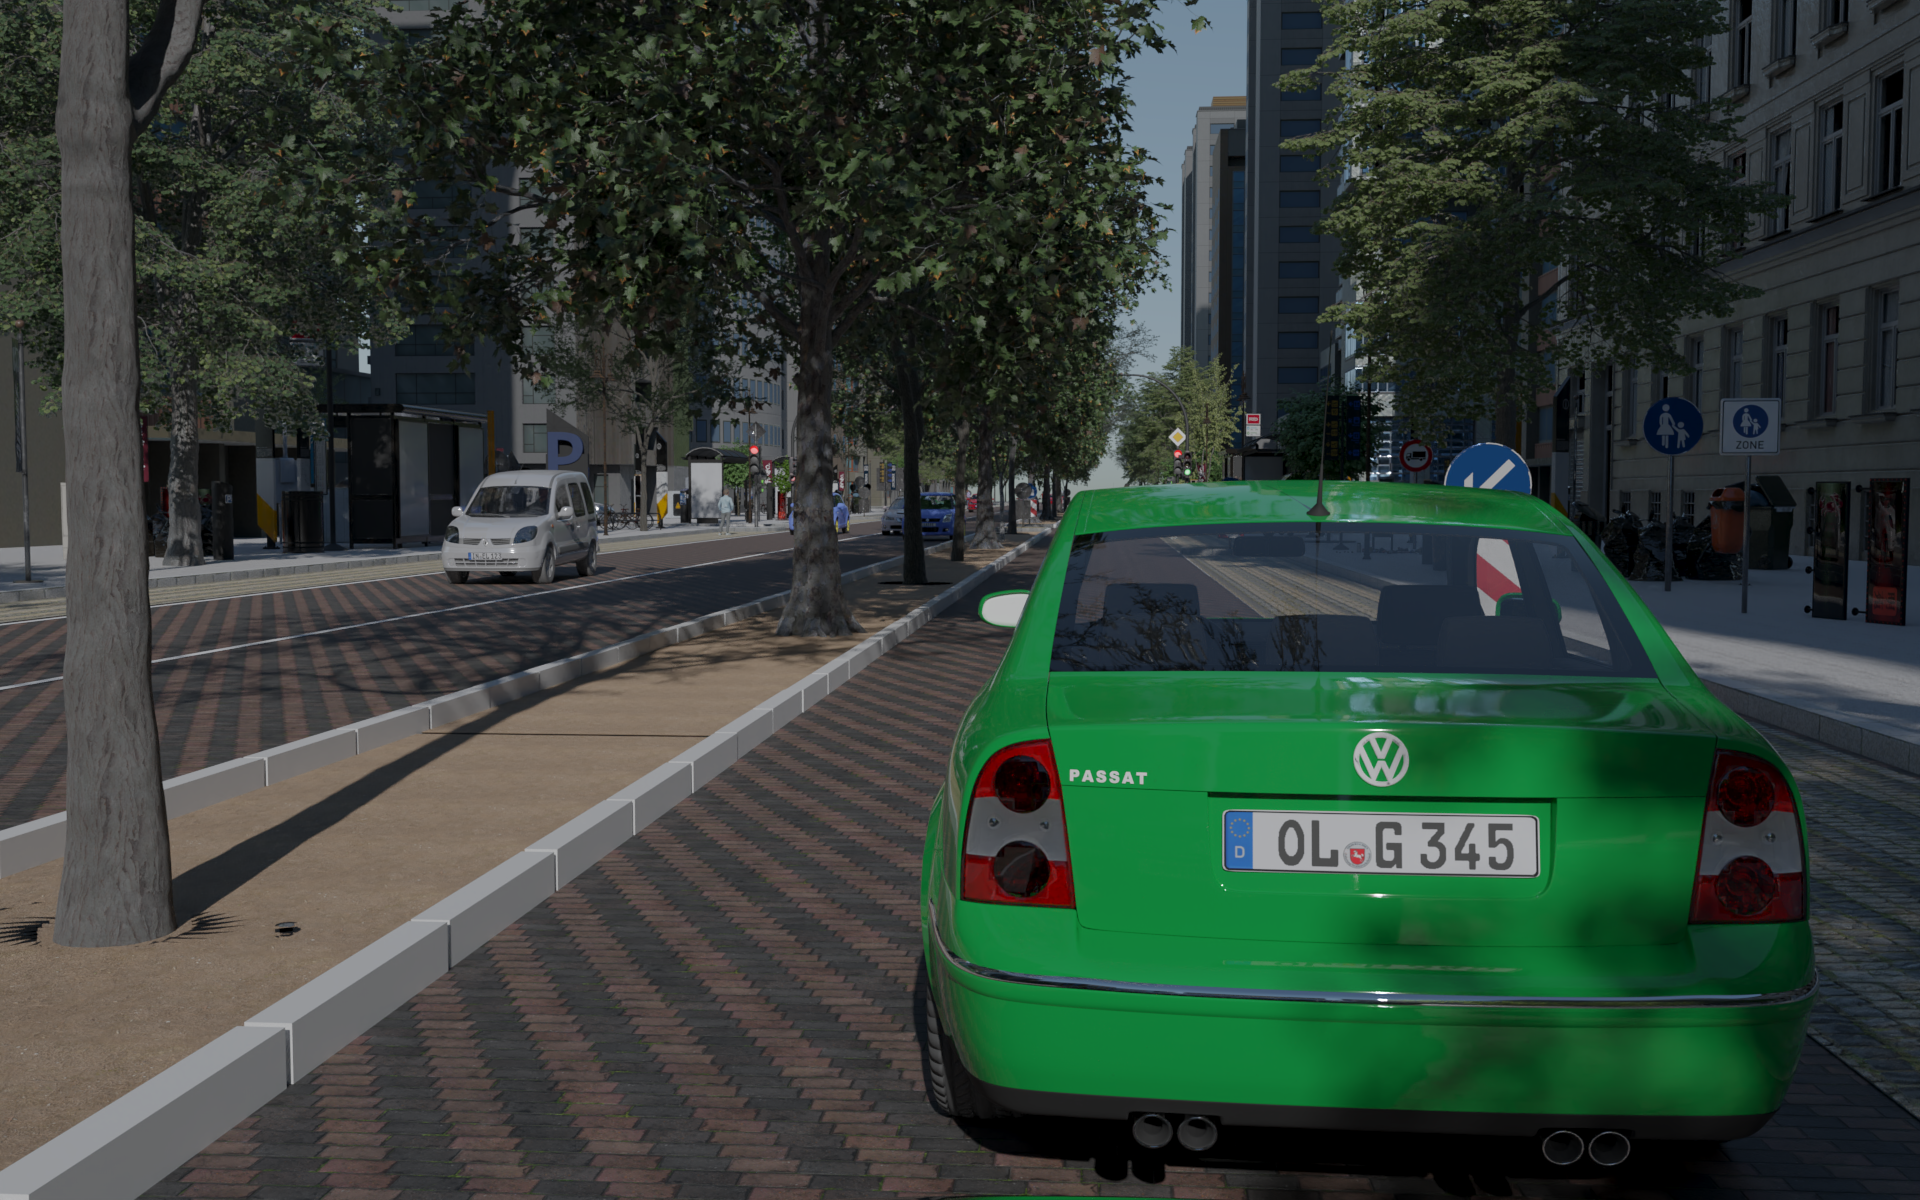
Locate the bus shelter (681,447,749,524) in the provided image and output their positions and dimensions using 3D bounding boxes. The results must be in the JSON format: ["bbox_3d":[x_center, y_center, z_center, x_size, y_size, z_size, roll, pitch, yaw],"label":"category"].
[{"bbox_3d":[-10.776,-5.099,77.285,2.014,3.302,5.546,0,4,5],"label":"bus shelter"}]

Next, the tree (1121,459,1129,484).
[{"bbox_3d":[27.884,-21.055,262.378,7.486,12.596,7.792,0,3,0],"label":"tree"}]

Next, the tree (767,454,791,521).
[{"bbox_3d":[-8.377,-5.468,84.008,1.663,3.219,1.824,0,3,0],"label":"tree"}]

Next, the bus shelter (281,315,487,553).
[{"bbox_3d":[-13.770,-3.911,41.582,2.179,5.291,8.768,0,4,5],"label":"bus shelter"}]

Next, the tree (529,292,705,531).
[{"bbox_3d":[-11.034,-7.628,59.135,8.767,10.594,7.601,1,4,16],"label":"tree"}]

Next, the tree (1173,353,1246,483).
[{"bbox_3d":[12.997,-8.619,91.279,4.737,8.622,4.395,0,3,0],"label":"tree"}]

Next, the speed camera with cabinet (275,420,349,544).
[{"bbox_3d":[-16.864,-3.094,44.920,2.038,3.252,0.660,-3,5,-42],"label":"speed camera with cabinet"}]

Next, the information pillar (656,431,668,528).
[{"bbox_3d":[-11.123,-4.480,64.596,0.504,3.616,0.183,2,4,32],"label":"information pillar"}]

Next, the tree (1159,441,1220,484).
[{"bbox_3d":[14.525,-7.757,110.541,4.285,4.588,4.351,0,3,0],"label":"tree"}]

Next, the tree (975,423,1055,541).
[{"bbox_3d":[1.272,-6.065,51.975,4.360,8.622,3.978,0,3,0],"label":"tree"}]

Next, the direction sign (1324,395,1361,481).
[{"bbox_3d":[8.790,-2.927,39.851,0.876,3.537,0.379,-1,4,-11],"label":"direction sign"}]

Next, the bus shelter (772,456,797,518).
[{"bbox_3d":[-8.923,-6.108,93.782,2.014,3.302,5.546,0,4,5],"label":"bus shelter"}]

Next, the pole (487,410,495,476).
[{"bbox_3d":[-11.455,-2.967,42.347,0.158,3.312,0.155,0,3,0],"label":"pole"}]

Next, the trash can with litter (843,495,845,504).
[{"bbox_3d":[-9.700,-8.061,142.854,1.678,1.210,2.233,1,4,15],"label":"trash can with litter"}]

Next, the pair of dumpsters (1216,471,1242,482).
[{"bbox_3d":[11.859,-4.503,76.115,1.574,2.255,4.437,0,4,5],"label":"pair of dumpsters"}]

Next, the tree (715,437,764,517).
[{"bbox_3d":[-12.724,-7.074,99.380,4.285,4.588,4.351,0,3,0],"label":"tree"}]

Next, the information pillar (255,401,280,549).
[{"bbox_3d":[-16.119,-2.991,40.257,0.504,3.616,0.183,1,4,17],"label":"information pillar"}]

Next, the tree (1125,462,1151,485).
[{"bbox_3d":[22.751,-16.093,213.480,4.737,8.622,4.395,0,3,0],"label":"tree"}]

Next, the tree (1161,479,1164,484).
[{"bbox_3d":[19.959,-10.674,169.119,1.663,3.219,1.824,0,3,0],"label":"tree"}]

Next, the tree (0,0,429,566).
[{"bbox_3d":[-14.003,-7.599,30.891,9.857,13.997,8.962,0,3,0],"label":"tree"}]

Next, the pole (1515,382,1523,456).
[{"bbox_3d":[10.149,-2.314,31.679,0.158,3.312,0.155,0,3,0],"label":"pole"}]

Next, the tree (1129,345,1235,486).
[{"bbox_3d":[17.147,-13.131,132.816,7.486,12.596,7.792,0,3,0],"label":"tree"}]

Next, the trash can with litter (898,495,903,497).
[{"bbox_3d":[-4.957,-8.449,149.533,1.055,1.170,0.624,-2,4,-32],"label":"trash can with litter"}]

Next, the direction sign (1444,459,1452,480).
[{"bbox_3d":[31.455,-7.276,110.967,0.876,3.537,0.379,0,4,6],"label":"direction sign"}]

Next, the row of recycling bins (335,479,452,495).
[{"bbox_3d":[-15.671,-2.534,48.537,3.534,1.692,1.069,-2,4,-32],"label":"row of recycling bins"}]

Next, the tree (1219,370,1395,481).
[{"bbox_3d":[9.886,-3.809,45.999,4.285,4.588,4.351,0,3,0],"label":"tree"}]

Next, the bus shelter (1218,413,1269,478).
[{"bbox_3d":[13.675,-6.500,83.913,2.179,5.291,8.768,0,4,5],"label":"bus shelter"}]

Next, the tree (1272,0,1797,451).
[{"bbox_3d":[8.727,-6.648,26.830,7.486,12.596,7.792,0,3,0],"label":"tree"}]

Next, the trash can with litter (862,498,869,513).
[{"bbox_3d":[-6.501,-6.544,118.380,0.624,1.170,1.055,0,4,-3],"label":"trash can with litter"}]

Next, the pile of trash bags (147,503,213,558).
[{"bbox_3d":[-17.015,-1.603,35.965,3.447,1.369,1.912,1,4,16],"label":"pile of trash bags"}]

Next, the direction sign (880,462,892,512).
[{"bbox_3d":[-5.244,-7.977,122.413,0.876,3.537,0.379,0,4,3],"label":"direction sign"}]

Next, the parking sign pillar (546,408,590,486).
[{"bbox_3d":[-12.305,-4.029,54.347,1.447,3.967,1.447,0,4,-5],"label":"parking sign pillar"}]

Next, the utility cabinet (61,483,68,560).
[{"bbox_3d":[-17.174,-1.545,33.942,0.318,1.500,1.173,0,4,-4],"label":"utility cabinet"}]

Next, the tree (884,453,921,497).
[{"bbox_3d":[-4.751,-9.504,139.110,4.285,4.588,4.351,0,3,0],"label":"tree"}]

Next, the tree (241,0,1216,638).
[{"bbox_3d":[-1.475,-5.979,17.216,9.611,12.733,9.660,0,3,0],"label":"tree"}]

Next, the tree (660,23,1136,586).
[{"bbox_3d":[-0.813,-6.047,27.079,9.928,11.665,9.643,0,3,0],"label":"tree"}]

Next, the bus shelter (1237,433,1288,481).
[{"bbox_3d":[10.729,-4.017,59.596,2.014,3.302,5.546,0,4,5],"label":"bus shelter"}]

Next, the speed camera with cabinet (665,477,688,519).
[{"bbox_3d":[-14.620,-5.942,91.488,0.660,3.252,2.038,3,5,44],"label":"speed camera with cabinet"}]

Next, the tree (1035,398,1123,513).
[{"bbox_3d":[7.424,-13.485,129.593,9.857,13.997,8.962,0,3,0],"label":"tree"}]

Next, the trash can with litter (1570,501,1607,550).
[{"bbox_3d":[10.495,-1.036,28.331,1.055,1.170,0.624,3,5,45],"label":"trash can with litter"}]

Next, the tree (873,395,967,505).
[{"bbox_3d":[-4.518,-13.951,146.220,7.486,12.596,7.792,0,3,0],"label":"tree"}]

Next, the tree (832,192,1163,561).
[{"bbox_3d":[-0.104,-6.067,36.066,8.767,10.594,7.601,0,4,5],"label":"tree"}]

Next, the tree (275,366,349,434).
[{"bbox_3d":[-34.010,-8.551,90.166,4.737,8.622,4.395,0,3,0],"label":"tree"}]

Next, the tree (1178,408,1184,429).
[{"bbox_3d":[18.072,-13.417,153.784,7.601,10.594,8.767,-1,4,-11],"label":"tree"}]

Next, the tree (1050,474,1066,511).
[{"bbox_3d":[8.755,-11.811,145.932,4.737,8.622,4.395,0,3,0],"label":"tree"}]

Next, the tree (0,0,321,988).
[{"bbox_3d":[-2.756,-5.659,5.357,12.009,13.543,11.850,0,3,0],"label":"tree"}]

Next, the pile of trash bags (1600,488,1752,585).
[{"bbox_3d":[10.821,-0.979,25.755,1.912,1.369,3.447,0,3,0],"label":"pile of trash bags"}]

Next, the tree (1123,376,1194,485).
[{"bbox_3d":[20.934,-16.946,183.727,9.857,13.997,8.962,0,3,0],"label":"tree"}]
